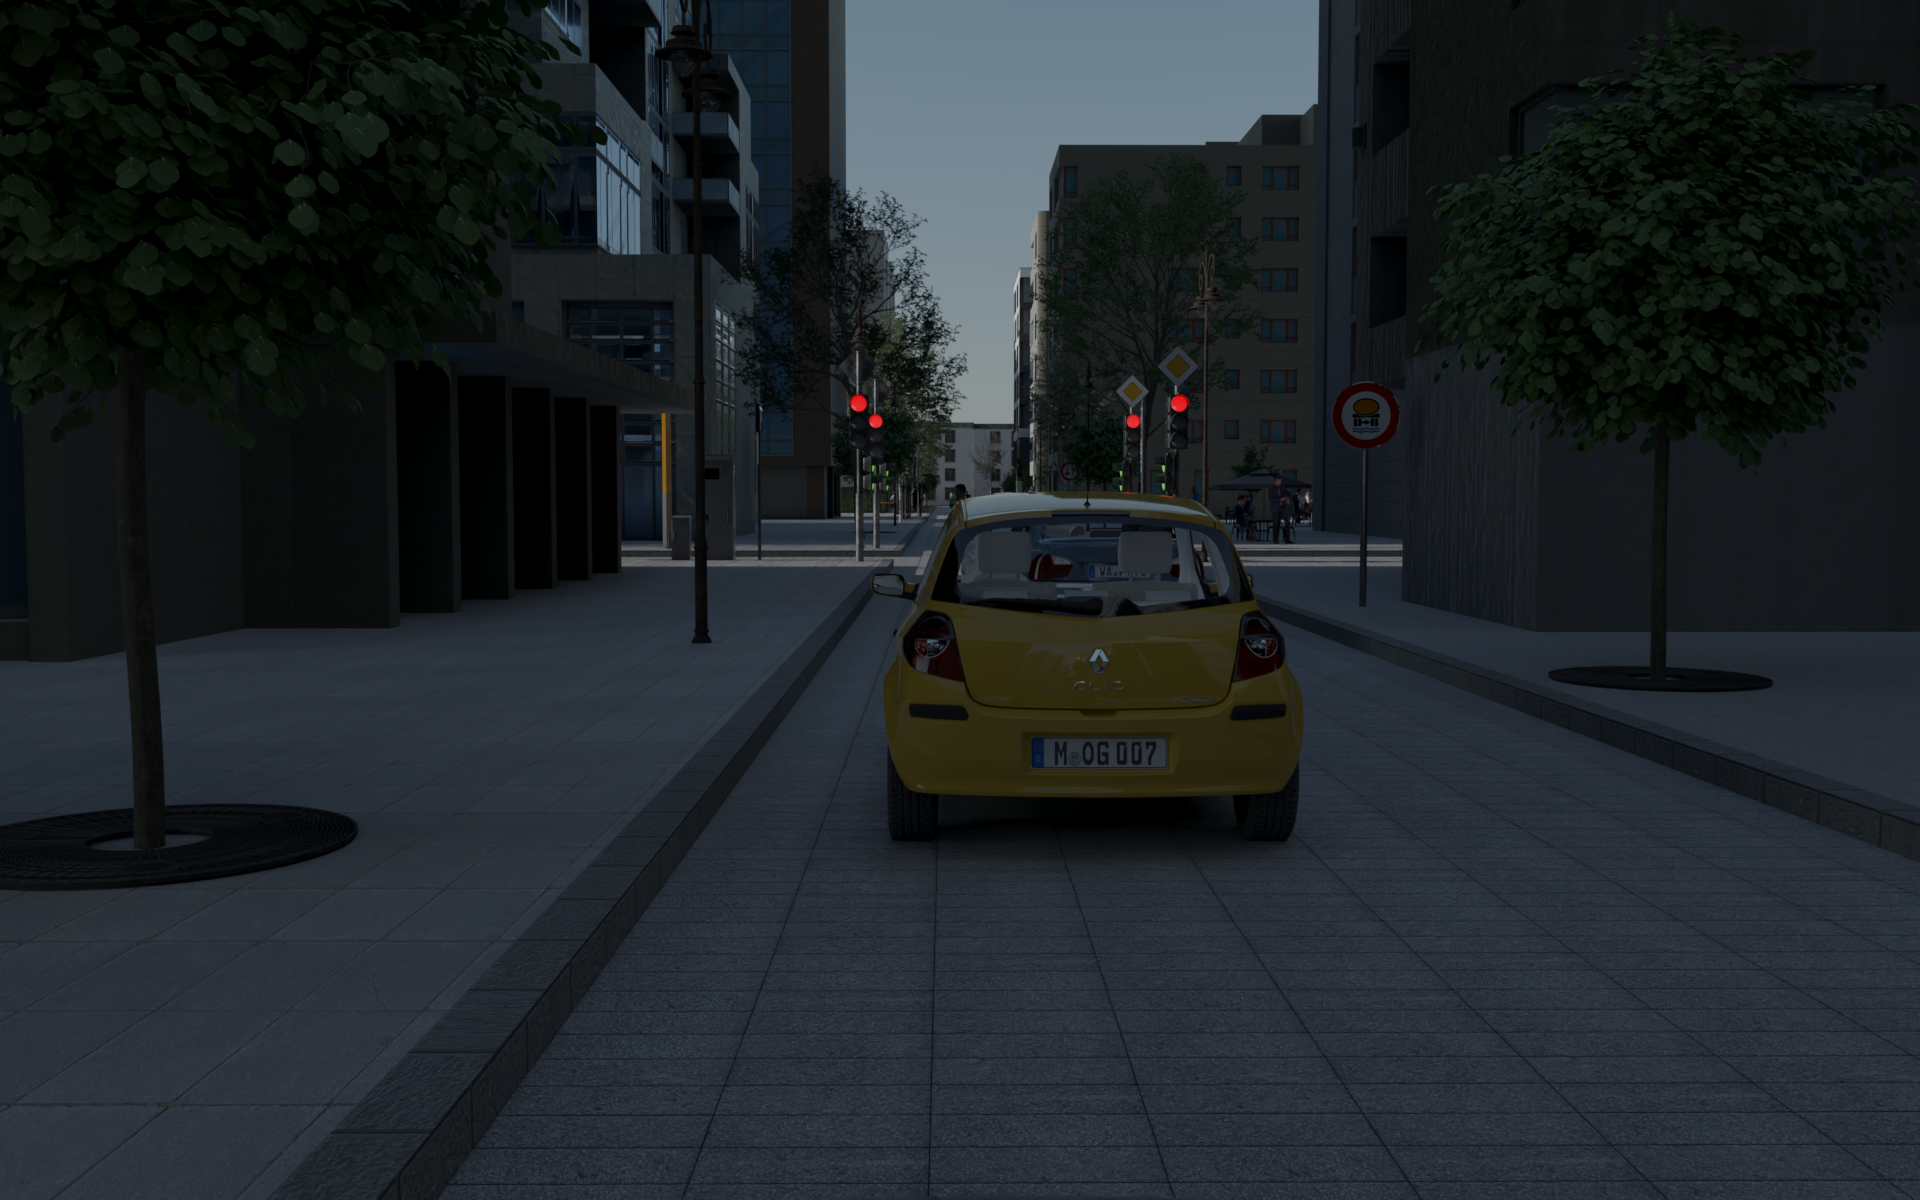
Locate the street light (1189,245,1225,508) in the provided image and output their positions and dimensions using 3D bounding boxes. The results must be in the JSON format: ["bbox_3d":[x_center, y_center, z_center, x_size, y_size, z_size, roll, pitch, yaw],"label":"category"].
[{"bbox_3d":[4.594,-3.644,32.370,0.468,5.910,1.993,0,4,0],"label":"street light"}]

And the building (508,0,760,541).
[{"bbox_3d":[-17.985,-45.689,59.681,22.319,86.520,31.000,0,4,0],"label":"building"}]

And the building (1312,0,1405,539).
[{"bbox_3d":[26.536,-31.108,50.616,28.212,58.520,21.231,0,4,0],"label":"building"}]

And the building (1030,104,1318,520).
[{"bbox_3d":[18.610,-15.624,100.500,27.650,21.520,28.899,0,4,0],"label":"building"}]

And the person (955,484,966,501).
[{"bbox_3d":[0.010,-1.052,27.577,0.662,1.594,0.647,0,4,2],"label":"person"}]

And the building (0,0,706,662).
[{"bbox_3d":[-18.832,-22.262,18.617,28.867,44.769,22.147,0,4,0],"label":"building"}]

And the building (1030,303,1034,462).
[{"bbox_3d":[14.186,-18.002,150.755,16.016,20.091,11.380,0,4,0],"label":"building"}]

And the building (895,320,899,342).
[{"bbox_3d":[-13.905,-18.863,164.834,16.016,20.091,11.380,0,4,0],"label":"building"}]

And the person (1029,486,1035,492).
[{"bbox_3d":[4.277,-5.848,102.326,0.621,1.740,0.551,1,4,22],"label":"person"}]

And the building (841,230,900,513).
[{"bbox_3d":[-13.559,-16.230,131.812,16.747,18.905,31.486,0,4,0],"label":"building"}]

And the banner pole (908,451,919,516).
[{"bbox_3d":[-2.666,-6.815,101.449,0.863,3.779,0.401,0,4,-3],"label":"banner pole"}]

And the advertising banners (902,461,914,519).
[{"bbox_3d":[-2.692,-5.718,89.675,0.090,3.025,2.074,1,4,16],"label":"advertising banners"}]

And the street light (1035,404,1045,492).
[{"bbox_3d":[4.062,-7.002,87.265,0.468,5.910,1.993,0,4,0],"label":"street light"}]

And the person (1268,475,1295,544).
[{"bbox_3d":[8.288,-2.326,44.514,0.683,1.767,0.568,-1,4,-22],"label":"person"}]

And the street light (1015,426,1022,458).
[{"bbox_3d":[3.866,-8.718,115.327,0.468,5.910,1.993,0,4,0],"label":"street light"}]

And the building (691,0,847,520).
[{"bbox_3d":[-13.342,-26.998,91.520,14.600,45.320,14.200,0,4,0],"label":"building"}]

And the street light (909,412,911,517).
[{"bbox_3d":[-2.849,-7.663,98.075,0.468,5.910,1.993,0,4,0],"label":"street light"}]

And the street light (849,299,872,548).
[{"bbox_3d":[-2.357,-4.183,41.182,0.468,5.910,1.993,0,4,0],"label":"street light"}]

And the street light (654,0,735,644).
[{"bbox_3d":[-2.228,-2.567,14.756,0.468,5.910,1.993,0,4,0],"label":"street light"}]

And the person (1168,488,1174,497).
[{"bbox_3d":[5.843,-2.481,48.071,0.415,1.643,0.593,-2,4,-35],"label":"person"}]

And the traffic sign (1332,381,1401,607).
[{"bbox_3d":[4.601,-1.199,19.706,0.768,2.556,0.104,0,4,5],"label":"traffic sign"}]

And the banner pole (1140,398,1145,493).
[{"bbox_3d":[4.389,-3.167,41.798,0.401,3.779,0.863,0,4,0],"label":"banner pole"}]

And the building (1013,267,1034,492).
[{"bbox_3d":[19.170,-20.107,172.721,27.936,21.610,32.646,0,4,0],"label":"building"}]

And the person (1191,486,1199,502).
[{"bbox_3d":[9.663,-3.878,71.151,0.593,1.614,0.444,-3,5,-43],"label":"person"}]

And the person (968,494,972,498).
[{"bbox_3d":[0.870,-7.922,141.254,0.991,1.433,0.599,3,4,36],"label":"person"}]

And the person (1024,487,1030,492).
[{"bbox_3d":[4.318,-6.341,110.379,0.621,1.740,0.551,1,4,20],"label":"person"}]

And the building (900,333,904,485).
[{"bbox_3d":[-21.813,-19.318,182.305,31.486,18.905,16.747,0,4,0],"label":"building"}]

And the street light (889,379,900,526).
[{"bbox_3d":[-2.621,-5.931,69.754,0.468,5.910,1.993,0,4,0],"label":"street light"}]

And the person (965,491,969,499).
[{"bbox_3d":[0.786,-9.995,172.738,0.721,1.723,1.217,-3,5,-44],"label":"person"}]

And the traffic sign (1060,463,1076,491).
[{"bbox_3d":[4.311,-4.139,67.777,0.768,2.556,0.104,0,4,6],"label":"traffic sign"}]

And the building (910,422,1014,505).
[{"bbox_3d":[1.503,-16.197,206.973,28.070,9.664,9.099,0,4,0],"label":"building"}]

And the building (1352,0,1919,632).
[{"bbox_3d":[12.319,-15.313,22.074,14.160,30.474,14.107,0,4,0],"label":"building"}]

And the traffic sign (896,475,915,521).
[{"bbox_3d":[-2.582,-5.013,81.960,0.884,2.594,0.081,0,4,8],"label":"traffic sign"}]

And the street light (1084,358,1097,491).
[{"bbox_3d":[4.387,-5.285,59.204,0.468,5.910,1.993,0,4,0],"label":"street light"}]
